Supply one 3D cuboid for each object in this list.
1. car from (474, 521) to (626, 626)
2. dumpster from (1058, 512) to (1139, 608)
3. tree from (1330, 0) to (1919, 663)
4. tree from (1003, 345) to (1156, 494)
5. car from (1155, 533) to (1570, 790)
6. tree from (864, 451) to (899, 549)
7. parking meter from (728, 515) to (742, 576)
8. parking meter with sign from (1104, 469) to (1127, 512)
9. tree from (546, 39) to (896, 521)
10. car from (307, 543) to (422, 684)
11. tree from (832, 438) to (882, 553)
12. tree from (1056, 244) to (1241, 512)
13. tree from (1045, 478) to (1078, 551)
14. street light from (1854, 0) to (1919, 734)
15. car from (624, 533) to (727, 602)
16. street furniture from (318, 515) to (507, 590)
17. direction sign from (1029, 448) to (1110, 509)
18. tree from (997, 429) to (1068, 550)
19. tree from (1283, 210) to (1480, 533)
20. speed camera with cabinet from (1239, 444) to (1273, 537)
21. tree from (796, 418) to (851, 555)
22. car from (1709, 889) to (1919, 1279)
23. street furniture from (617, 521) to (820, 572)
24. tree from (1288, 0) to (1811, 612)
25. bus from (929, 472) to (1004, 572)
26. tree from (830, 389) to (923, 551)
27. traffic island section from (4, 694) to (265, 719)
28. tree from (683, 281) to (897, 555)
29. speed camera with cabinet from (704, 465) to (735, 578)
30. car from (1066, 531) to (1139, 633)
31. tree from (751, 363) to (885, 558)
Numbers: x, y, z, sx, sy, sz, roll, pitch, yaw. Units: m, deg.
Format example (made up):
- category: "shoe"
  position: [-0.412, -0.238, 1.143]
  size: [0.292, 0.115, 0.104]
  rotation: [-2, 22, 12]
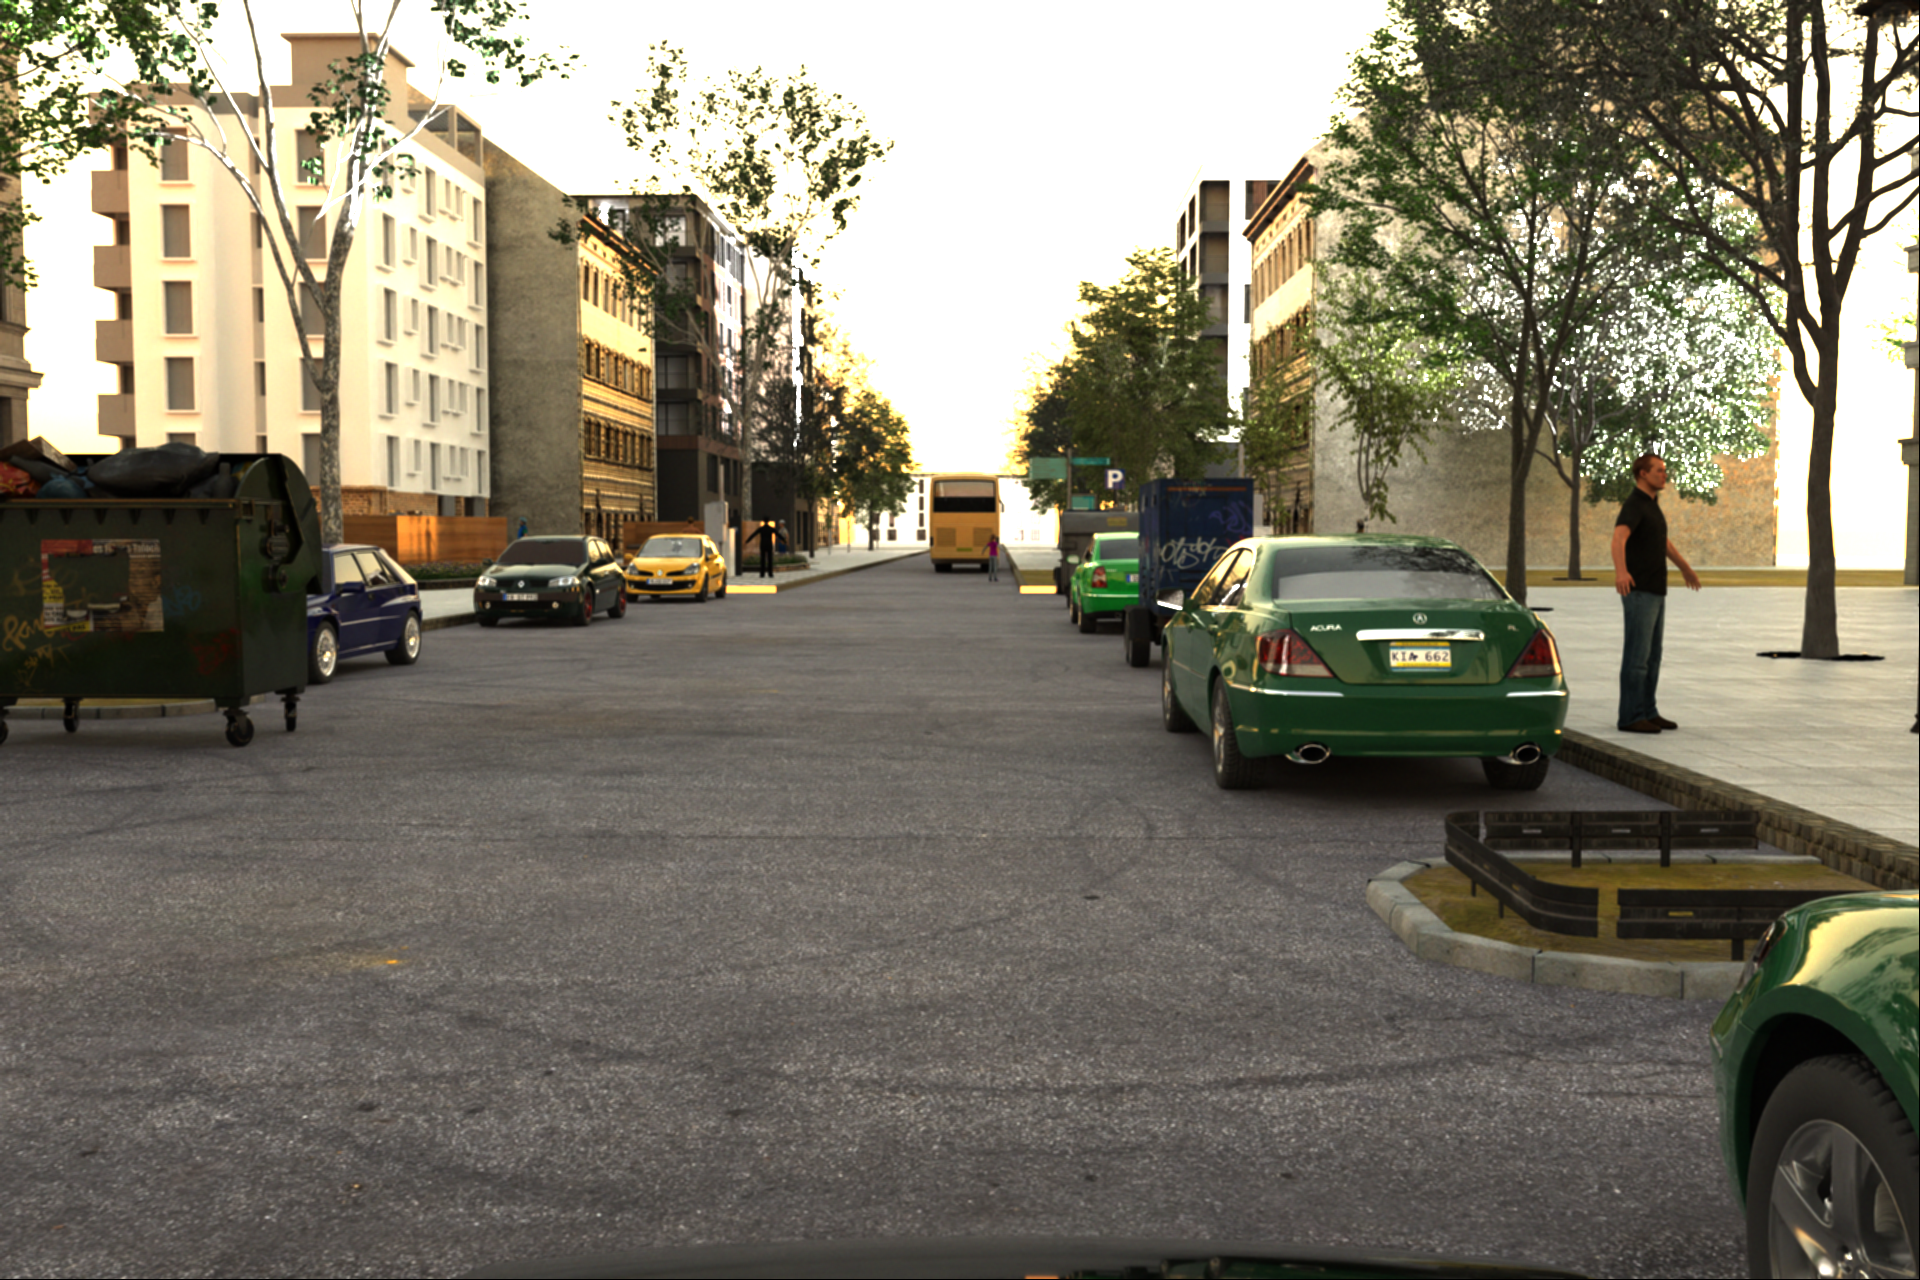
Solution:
- category: "car"
  position: [-6.616, -1.126, 28.198]
  size: [2.009, 1.686, 4.222]
  rotation: [0, 4, 1]
- category: "dumpster"
  position: [2.832, -1.540, 33.389]
  size: [1.865, 1.857, 1.264]
  rotation: [0, 4, 1]
- category: "tree"
  position: [8.797, -6.557, 17.583]
  size: [12.009, 13.543, 11.850]
  rotation: [0, 3, 0]
- category: "tree"
  position: [7.857, -12.159, 109.171]
  size: [12.009, 13.543, 11.850]
  rotation: [0, 3, 0]
- category: "car"
  position: [2.378, 0.041, 11.135]
  size: [2.131, 1.459, 4.920]
  rotation: [0, 4, 1]
- category: "tree"
  position: [-6.876, -11.993, 146.449]
  size: [4.737, 8.622, 4.395]
  rotation: [0, 3, 0]
- category: "parking meter"
  position: [-6.903, -2.903, 53.175]
  size: [0.399, 1.863, 0.255]
  rotation: [0, 4, 3]
- category: "parking meter with sign"
  position: [4.115, -3.015, 45.552]
  size: [0.543, 3.016, 1.738]
  rotation: [0, 4, 2]
- category: "tree"
  position: [-9.214, -12.934, 67.363]
  size: [12.611, 20.169, 13.585]
  rotation: [0, 3, 0]
- category: "car"
  position: [-6.881, -0.316, 17.747]
  size: [1.945, 1.354, 3.894]
  rotation: [0, 4, 1]
- category: "tree"
  position: [-7.795, -10.394, 120.310]
  size: [4.360, 8.622, 3.978]
  rotation: [0, 3, 0]
- category: "tree"
  position: [7.384, -9.162, 67.920]
  size: [7.486, 12.596, 7.792]
  rotation: [0, 3, 0]
- category: "tree"
  position: [7.636, -10.981, 129.900]
  size: [4.737, 8.622, 4.395]
  rotation: [0, 3, 0]
- category: "street light"
  position: [6.240, -2.338, 11.007]
  size: [0.468, 5.910, 1.993]
  rotation: [0, 4, 1]
- category: "car"
  position: [-6.140, -1.669, 37.518]
  size: [2.015, 1.641, 3.980]
  rotation: [0, 4, 1]
- category: "street furniture"
  position: [-14.306, -2.172, 42.366]
  size: [11.010, 1.723, 9.812]
  rotation: [1, 4, 15]
- category: "direction sign"
  position: [3.396, -3.960, 53.514]
  size: [2.525, 3.948, 1.411]
  rotation: [0, 4, 2]
- category: "tree"
  position: [8.262, -14.113, 141.123]
  size: [12.009, 13.543, 11.850]
  rotation: [0, 3, 0]
- category: "tree"
  position: [9.577, -5.456, 39.564]
  size: [4.737, 8.622, 4.395]
  rotation: [0, 3, 0]
- category: "speed camera with cabinet"
  position: [6.336, -2.634, 37.401]
  size: [0.660, 3.252, 2.038]
  rotation: [0, 4, 2]
- category: "tree"
  position: [-8.401, -9.661, 108.324]
  size: [4.737, 8.622, 4.395]
  rotation: [0, 3, 0]
- category: "car"
  position: [2.165, 0.655, 1.096]
  size: [2.131, 1.459, 4.920]
  rotation: [0, 4, 1]
- category: "street furniture"
  position: [-7.949, -3.355, 61.709]
  size: [9.812, 1.723, 11.010]
  rotation: [0, 4, 8]
- category: "tree"
  position: [9.531, -6.304, 28.825]
  size: [9.928, 11.665, 9.643]
  rotation: [0, 3, 0]
- category: "bus"
  position: [0.303, -4.678, 68.030]
  size: [2.896, 3.916, 12.252]
  rotation: [0, 4, 1]
- category: "tree"
  position: [-6.566, -13.272, 135.131]
  size: [7.486, 12.596, 7.792]
  rotation: [0, 3, 0]
- category: "traffic island section"
  position: [-6.962, 0.518, 14.391]
  size: [1.991, 0.108, 1.994]
  rotation: [0, 4, 2]
- category: "tree"
  position: [-8.150, -10.626, 84.098]
  size: [12.009, 13.543, 11.850]
  rotation: [0, 3, 0]
- category: "speed camera with cabinet"
  position: [-6.982, -3.422, 50.279]
  size: [0.660, 3.252, 2.038]
  rotation: [0, 4, 2]
- category: "car"
  position: [2.631, -1.077, 26.401]
  size: [1.959, 1.807, 4.718]
  rotation: [0, 4, 1]
- category: "tree"
  position: [-7.929, -9.753, 93.876]
  size: [8.767, 10.594, 7.601]
  rotation: [1, 4, 12]
